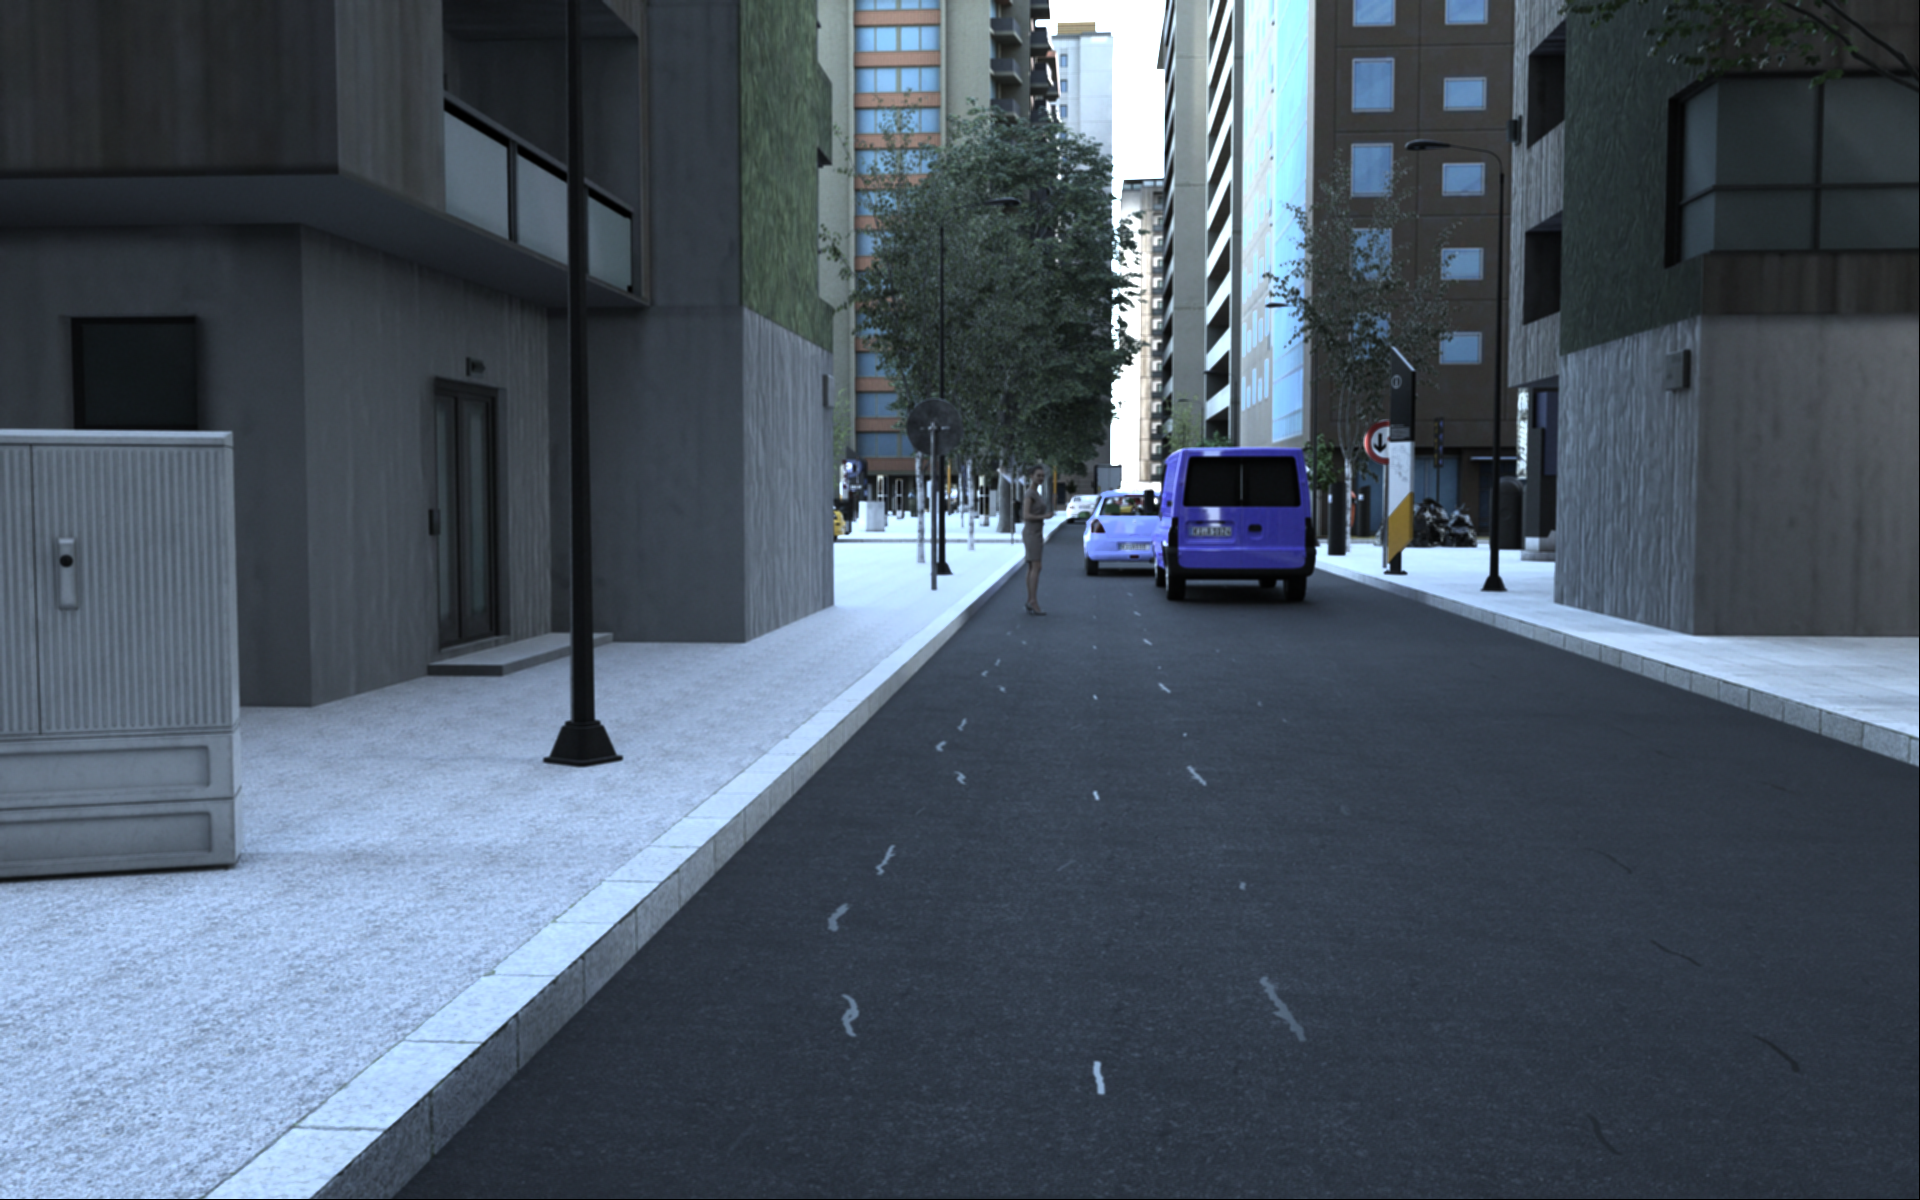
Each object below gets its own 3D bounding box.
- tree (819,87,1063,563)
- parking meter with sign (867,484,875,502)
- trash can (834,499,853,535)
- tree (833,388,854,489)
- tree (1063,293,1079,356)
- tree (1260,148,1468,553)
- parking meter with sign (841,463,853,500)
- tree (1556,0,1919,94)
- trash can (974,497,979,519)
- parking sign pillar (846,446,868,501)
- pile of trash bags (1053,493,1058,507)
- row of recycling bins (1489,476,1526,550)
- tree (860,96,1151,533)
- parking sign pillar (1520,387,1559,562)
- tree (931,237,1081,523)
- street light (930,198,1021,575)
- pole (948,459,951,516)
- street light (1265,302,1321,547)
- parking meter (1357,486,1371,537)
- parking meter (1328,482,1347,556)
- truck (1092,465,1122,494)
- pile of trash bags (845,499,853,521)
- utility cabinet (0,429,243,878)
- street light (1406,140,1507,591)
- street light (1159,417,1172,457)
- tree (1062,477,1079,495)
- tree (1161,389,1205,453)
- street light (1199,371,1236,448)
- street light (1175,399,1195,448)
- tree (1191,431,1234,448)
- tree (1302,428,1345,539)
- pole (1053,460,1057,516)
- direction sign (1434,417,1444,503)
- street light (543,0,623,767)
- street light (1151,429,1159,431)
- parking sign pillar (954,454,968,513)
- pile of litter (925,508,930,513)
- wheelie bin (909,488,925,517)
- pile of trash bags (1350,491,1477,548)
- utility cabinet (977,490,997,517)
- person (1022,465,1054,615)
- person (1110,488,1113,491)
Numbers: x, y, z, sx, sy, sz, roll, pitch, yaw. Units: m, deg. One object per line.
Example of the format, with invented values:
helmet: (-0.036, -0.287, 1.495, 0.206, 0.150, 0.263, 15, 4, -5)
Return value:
tree: (-0.662, -4.975, 31.710, 4.360, 8.622, 3.978, 0, 3, 0)
parking meter with sign: (-6.781, -7.998, 127.031, 0.543, 3.016, 1.738, 2, 4, 25)
trash can: (-3.693, -2.606, 54.265, 0.748, 1.137, 0.748, 0, 3, 0)
tree: (-8.772, -9.993, 113.748, 4.737, 8.622, 4.395, 0, 3, 0)
tree: (0.331, -5.412, 38.853, 4.360, 8.622, 3.978, 0, 3, 0)
tree: (8.736, -5.344, 37.735, 4.360, 8.622, 3.978, 0, 3, 0)
parking meter with sign: (-6.266, -6.038, 94.989, 0.543, 3.016, 1.738, 0, 4, 6)
tree: (7.039, -5.162, 10.152, 9.928, 11.665, 9.643, 0, 3, 0)
trash can: (0.842, -4.847, 90.899, 0.748, 1.137, 0.748, 0, 3, 0)
parking sign pillar: (-5.845, -6.639, 97.021, 1.447, 3.967, 1.447, 2, 4, 27)
pile of trash bags: (5.071, -6.419, 114.699, 3.447, 1.369, 1.912, -3, 4, -38)
row of recycling bins: (13.638, -1.965, 39.239, 1.069, 1.692, 3.534, -3, 5, -43)
tree: (1.620, -9.192, 56.952, 9.857, 13.997, 8.962, 0, 3, 0)
parking sign pillar: (11.549, -2.739, 33.257, 1.447, 3.967, 1.447, -1, 4, -21)
tree: (2.470, -9.741, 77.398, 7.486, 12.596, 7.792, 0, 3, 0)
street light: (0.250, -3.352, 27.342, 1.470, 5.913, 1.316, 0, 4, 4)
pole: (-0.627, -6.611, 101.926, 0.158, 3.312, 0.155, 0, 3, 0)
street light: (8.094, -4.254, 42.100, 1.470, 5.913, 1.316, 0, 4, 4)
parking meter: (12.054, -2.648, 51.700, 0.372, 1.533, 0.369, 0, 3, 0)
parking meter: (7.888, -1.701, 36.223, 0.372, 1.533, 0.369, 0, 3, 0)
truck: (14.432, -11.061, 169.766, 2.839, 4.237, 11.283, 0, 4, 3)
pile of trash bags: (-6.757, -4.463, 82.714, 1.912, 1.369, 3.447, 3, 5, 42)
utility cabinet: (-3.071, 0.175, 5.816, 1.173, 1.500, 0.318, -1, 4, -18)
street light: (6.547, -3.077, 22.854, 1.470, 5.913, 1.316, 0, 4, 4)
street light: (12.910, -8.044, 104.065, 1.470, 5.913, 1.316, 0, 4, 4)
tree: (12.585, -12.239, 194.710, 1.663, 3.219, 1.824, 0, 3, 0)
tree: (15.798, -10.387, 120.185, 4.737, 8.622, 4.395, 0, 3, 0)
street light: (9.809, -5.668, 65.207, 1.470, 5.913, 1.316, 0, 4, 4)
street light: (11.303, -6.861, 84.724, 1.470, 5.913, 1.316, 0, 4, 4)
tree: (12.914, -6.348, 87.503, 4.285, 4.588, 4.351, 0, 3, 0)
tree: (10.487, -3.390, 50.025, 1.663, 3.219, 1.824, 0, 3, 0)
pole: (5.461, -6.458, 99.430, 0.158, 3.312, 0.155, 0, 3, 0)
direction sign: (14.171, -3.629, 51.331, 0.379, 3.537, 0.876, 0, 4, 0)
street light: (-1.271, -2.174, 8.094, 1.470, 5.913, 1.316, 0, 4, 4)
street light: (14.400, -9.292, 124.459, 1.470, 5.913, 1.316, 0, 4, 4)
parking sign pillar: (0.304, -7.936, 118.231, 1.447, 3.967, 1.447, 2, 4, 26)
pile of litter: (-2.008, -6.468, 119.722, 1.176, 0.858, 1.719, 3, 5, 43)
wheelie bin: (-2.406, -5.333, 95.097, 0.980, 1.594, 0.693, -3, 5, -44)
pile of trash bags: (10.685, -1.978, 42.088, 3.447, 1.369, 1.912, -1, 4, -9)
utility cabinet: (1.480, -5.295, 95.252, 1.173, 1.500, 0.318, -3, 5, -41)
person: (0.928, -0.731, 20.786, 0.374, 1.781, 0.599, 1, 4, 15)
person: (9.204, -5.897, 105.191, 0.678, 1.792, 0.850, 1, 4, 18)
